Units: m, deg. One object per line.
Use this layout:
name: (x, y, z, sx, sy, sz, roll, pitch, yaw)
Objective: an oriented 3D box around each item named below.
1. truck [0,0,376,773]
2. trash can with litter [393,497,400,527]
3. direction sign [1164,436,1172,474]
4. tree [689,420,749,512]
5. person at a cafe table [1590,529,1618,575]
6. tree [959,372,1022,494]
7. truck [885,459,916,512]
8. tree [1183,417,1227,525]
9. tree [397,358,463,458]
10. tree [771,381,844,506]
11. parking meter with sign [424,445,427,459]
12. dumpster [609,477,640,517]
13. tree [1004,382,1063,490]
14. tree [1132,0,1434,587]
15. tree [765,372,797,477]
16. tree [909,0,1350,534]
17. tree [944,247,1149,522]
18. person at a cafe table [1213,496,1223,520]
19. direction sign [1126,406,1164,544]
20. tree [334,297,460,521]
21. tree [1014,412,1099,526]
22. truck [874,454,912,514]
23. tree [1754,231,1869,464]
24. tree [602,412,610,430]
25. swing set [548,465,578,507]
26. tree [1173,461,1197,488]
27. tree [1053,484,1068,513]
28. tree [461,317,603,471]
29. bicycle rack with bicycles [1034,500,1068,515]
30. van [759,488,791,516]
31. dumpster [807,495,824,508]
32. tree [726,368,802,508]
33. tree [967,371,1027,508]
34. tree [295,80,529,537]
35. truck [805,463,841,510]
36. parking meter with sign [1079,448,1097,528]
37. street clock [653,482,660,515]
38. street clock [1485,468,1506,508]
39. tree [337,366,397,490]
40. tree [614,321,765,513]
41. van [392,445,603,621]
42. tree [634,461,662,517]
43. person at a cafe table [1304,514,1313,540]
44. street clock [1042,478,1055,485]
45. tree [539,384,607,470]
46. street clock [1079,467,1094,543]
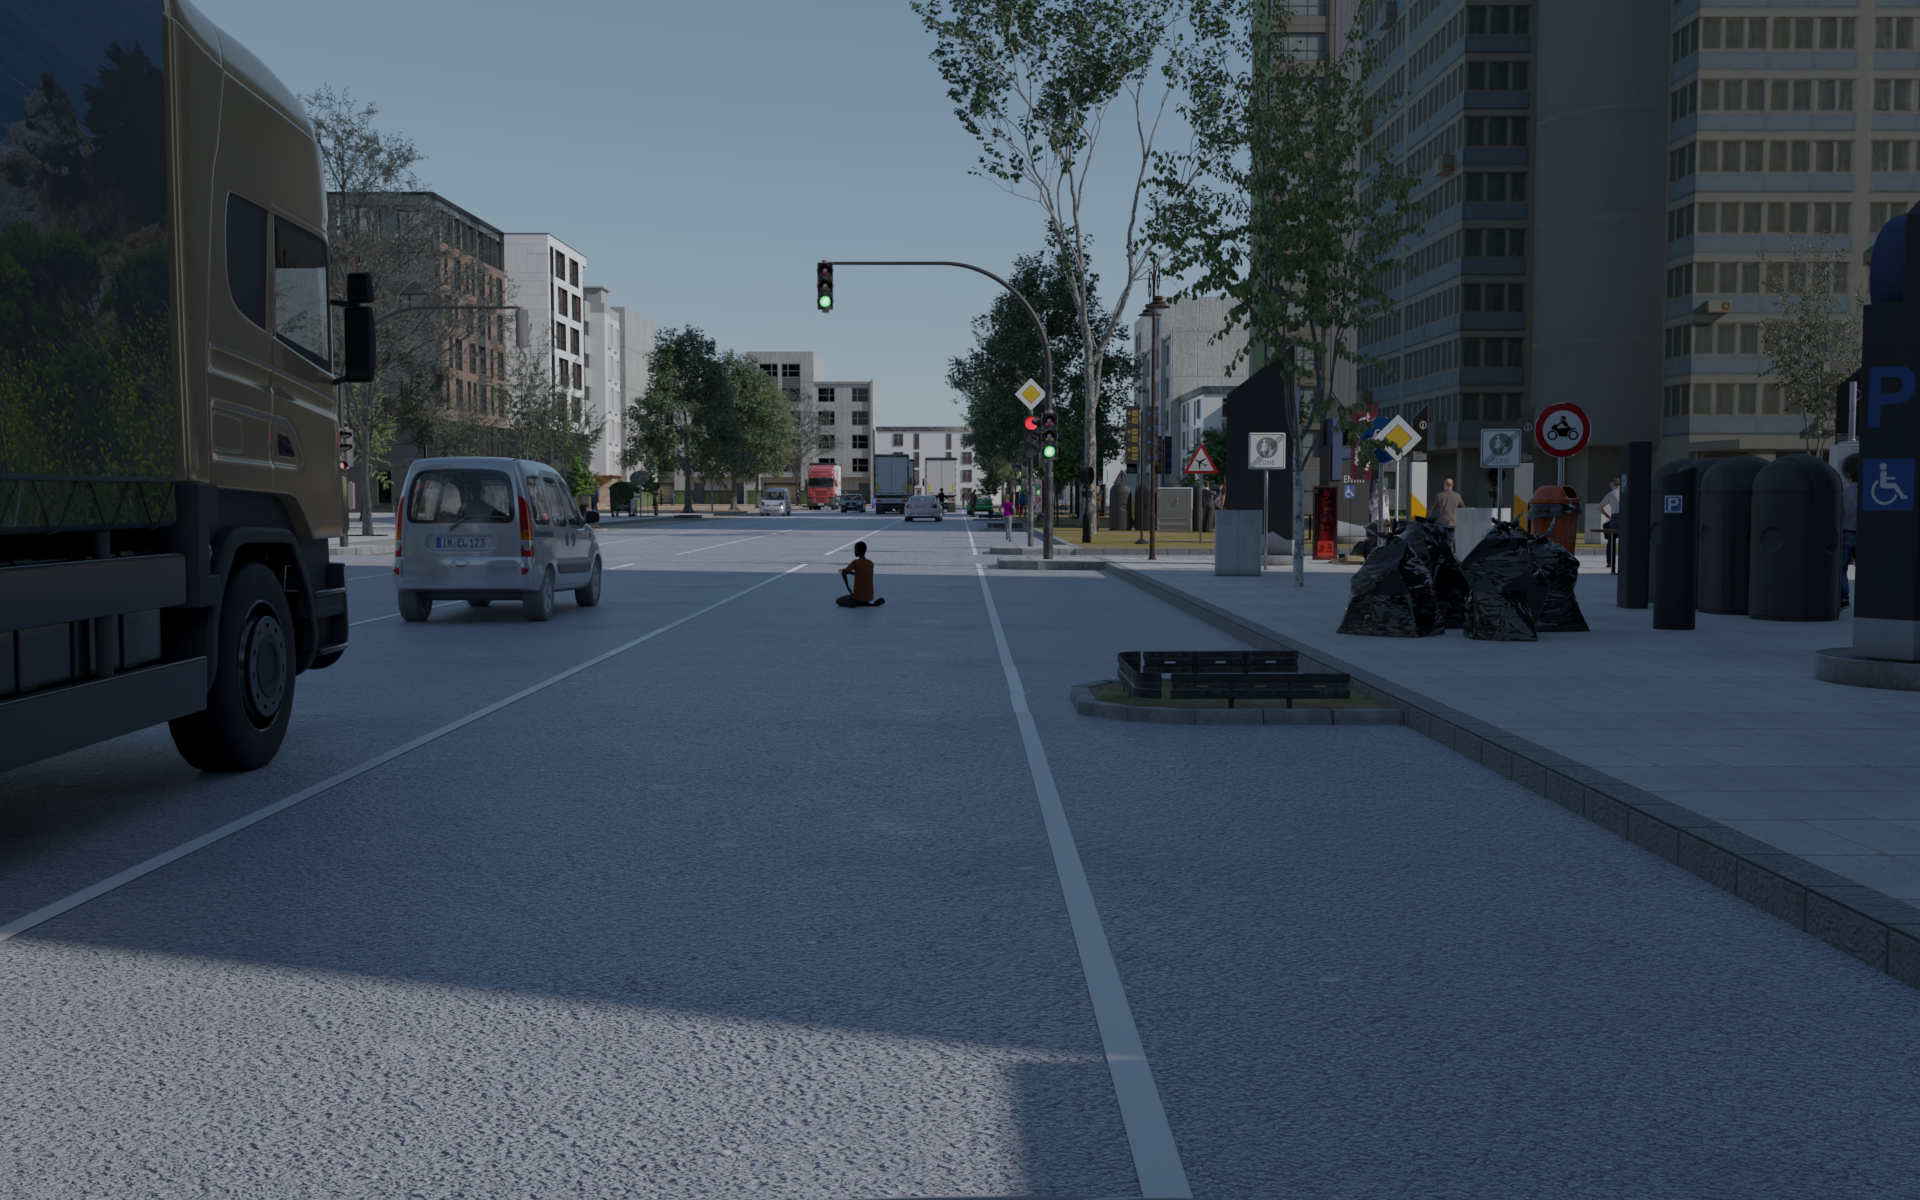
truck: (-4.663, -1.015, 5.505, 2.839, 4.237, 11.283, 0, 4, -2)
trash can with litter: (-21.120, -3.345, 66.079, 1.055, 1.170, 0.624, 2, 4, 31)
direction sign: (7.908, -4.615, 67.459, 0.876, 3.537, 0.379, -3, 4, -36)
tree: (-17.403, -10.558, 122.989, 4.737, 8.622, 4.395, 0, 3, 0)
person at a cafe table: (10.958, -0.976, 26.813, 1.698, 1.238, 1.726, 0, 4, -5)
tree: (4.528, -15.708, 163.473, 9.857, 13.997, 8.962, 0, 3, 0)
truck: (-5.050, -9.483, 143.960, 2.839, 4.237, 11.283, 0, 4, -2)
tree: (10.980, -5.415, 72.243, 4.285, 4.588, 4.351, 0, 3, 0)
tree: (-26.985, -8.509, 89.478, 4.360, 8.622, 3.978, 0, 3, 0)
tree: (-17.718, -16.957, 187.616, 12.009, 13.543, 11.850, 0, 3, 0)
parking meter with sign: (-18.124, -3.994, 61.569, 1.738, 3.016, 0.543, -1, 4, -16)
dumpster: (-18.668, -5.724, 96.084, 1.502, 2.255, 1.985, 0, 4, 0)
tree: (4.549, -9.133, 99.688, 4.360, 8.622, 3.978, 0, 3, 0)
tree: (4.584, -4.481, 23.623, 4.737, 8.622, 4.395, 0, 3, 0)
tree: (-17.535, -13.322, 134.825, 9.611, 12.733, 9.660, 0, 3, 0)
tree: (5.179, -12.123, 54.102, 12.611, 20.169, 13.585, 0, 3, 0)
tree: (3.979, -9.991, 80.362, 9.611, 12.733, 9.660, 0, 3, 0)
person at a cafe table: (9.108, -2.924, 58.674, 1.726, 1.238, 1.698, 0, 4, -8)
direction sign: (4.676, -3.212, 44.511, 0.876, 3.537, 0.379, -1, 4, -14)
tree: (-28.060, -9.017, 81.836, 7.601, 10.594, 8.767, 1, 4, 16)
tree: (3.897, -5.262, 69.755, 4.285, 4.588, 4.351, 0, 3, 0)
truck: (-4.951, -8.445, 126.993, 2.839, 4.237, 11.283, 0, 4, -2)
tree: (23.968, -5.983, 48.177, 4.360, 8.622, 3.978, 0, 3, 0)
tree: (-22.807, -9.196, 100.713, 4.360, 8.622, 3.978, 0, 3, 0)
swing set: (-21.756, -5.795, 92.362, 3.119, 2.851, 2.862, -1, 4, -11)
tree: (13.731, -6.642, 103.197, 1.663, 3.219, 1.824, 0, 3, 0)
tree: (6.385, -7.416, 115.860, 1.663, 3.219, 1.824, 0, 3, 0)
tree: (-17.486, -7.356, 70.627, 4.360, 8.622, 3.978, 0, 3, 0)
bicycle rack with bicycles: (5.978, -5.828, 108.672, 2.852, 0.926, 2.925, -2, 4, -24)
van: (-11.991, -6.454, 112.533, 2.013, 2.044, 4.112, 0, 4, 1)
dumpster: (-15.055, -10.768, 181.010, 1.985, 2.255, 1.502, 0, 4, 0)
tree: (-17.903, -14.553, 156.069, 7.486, 12.596, 7.792, 0, 3, 0)
tree: (4.329, -13.414, 137.446, 7.486, 12.596, 7.792, 0, 3, 0)
tree: (-18.220, -8.690, 52.447, 12.009, 13.543, 11.850, 0, 3, 0)
truck: (-12.375, -10.336, 157.908, 2.839, 4.237, 11.283, 0, 4, -1)
parking meter with sign: (4.820, -4.257, 65.856, 0.543, 3.016, 1.738, 0, 4, -4)
street clock: (-18.280, -6.089, 104.132, 0.358, 2.002, 0.471, 3, 5, 40)
street clock: (13.648, -2.424, 44.208, 0.471, 2.002, 0.358, 0, 4, -1)
tree: (-32.799, -8.880, 95.549, 4.737, 8.622, 4.395, 0, 3, 0)
tree: (-18.254, -12.119, 115.160, 9.611, 12.733, 9.660, 0, 3, 0)
van: (-5.464, -0.848, 20.876, 2.013, 2.044, 4.112, 0, 4, 0)
tree: (-17.679, -6.364, 98.648, 1.663, 3.219, 1.824, 0, 3, 0)
person at a cafe table: (10.268, -2.304, 48.537, 1.698, 1.238, 1.726, 3, 5, 41)
street clock: (3.425, -3.842, 67.389, 0.471, 2.002, 0.358, -1, 4, -17)
tree: (-25.885, -10.064, 114.912, 4.737, 8.622, 4.395, 0, 3, 0)
street clock: (3.338, -2.508, 45.576, 0.358, 2.002, 0.471, 2, 4, 29)
